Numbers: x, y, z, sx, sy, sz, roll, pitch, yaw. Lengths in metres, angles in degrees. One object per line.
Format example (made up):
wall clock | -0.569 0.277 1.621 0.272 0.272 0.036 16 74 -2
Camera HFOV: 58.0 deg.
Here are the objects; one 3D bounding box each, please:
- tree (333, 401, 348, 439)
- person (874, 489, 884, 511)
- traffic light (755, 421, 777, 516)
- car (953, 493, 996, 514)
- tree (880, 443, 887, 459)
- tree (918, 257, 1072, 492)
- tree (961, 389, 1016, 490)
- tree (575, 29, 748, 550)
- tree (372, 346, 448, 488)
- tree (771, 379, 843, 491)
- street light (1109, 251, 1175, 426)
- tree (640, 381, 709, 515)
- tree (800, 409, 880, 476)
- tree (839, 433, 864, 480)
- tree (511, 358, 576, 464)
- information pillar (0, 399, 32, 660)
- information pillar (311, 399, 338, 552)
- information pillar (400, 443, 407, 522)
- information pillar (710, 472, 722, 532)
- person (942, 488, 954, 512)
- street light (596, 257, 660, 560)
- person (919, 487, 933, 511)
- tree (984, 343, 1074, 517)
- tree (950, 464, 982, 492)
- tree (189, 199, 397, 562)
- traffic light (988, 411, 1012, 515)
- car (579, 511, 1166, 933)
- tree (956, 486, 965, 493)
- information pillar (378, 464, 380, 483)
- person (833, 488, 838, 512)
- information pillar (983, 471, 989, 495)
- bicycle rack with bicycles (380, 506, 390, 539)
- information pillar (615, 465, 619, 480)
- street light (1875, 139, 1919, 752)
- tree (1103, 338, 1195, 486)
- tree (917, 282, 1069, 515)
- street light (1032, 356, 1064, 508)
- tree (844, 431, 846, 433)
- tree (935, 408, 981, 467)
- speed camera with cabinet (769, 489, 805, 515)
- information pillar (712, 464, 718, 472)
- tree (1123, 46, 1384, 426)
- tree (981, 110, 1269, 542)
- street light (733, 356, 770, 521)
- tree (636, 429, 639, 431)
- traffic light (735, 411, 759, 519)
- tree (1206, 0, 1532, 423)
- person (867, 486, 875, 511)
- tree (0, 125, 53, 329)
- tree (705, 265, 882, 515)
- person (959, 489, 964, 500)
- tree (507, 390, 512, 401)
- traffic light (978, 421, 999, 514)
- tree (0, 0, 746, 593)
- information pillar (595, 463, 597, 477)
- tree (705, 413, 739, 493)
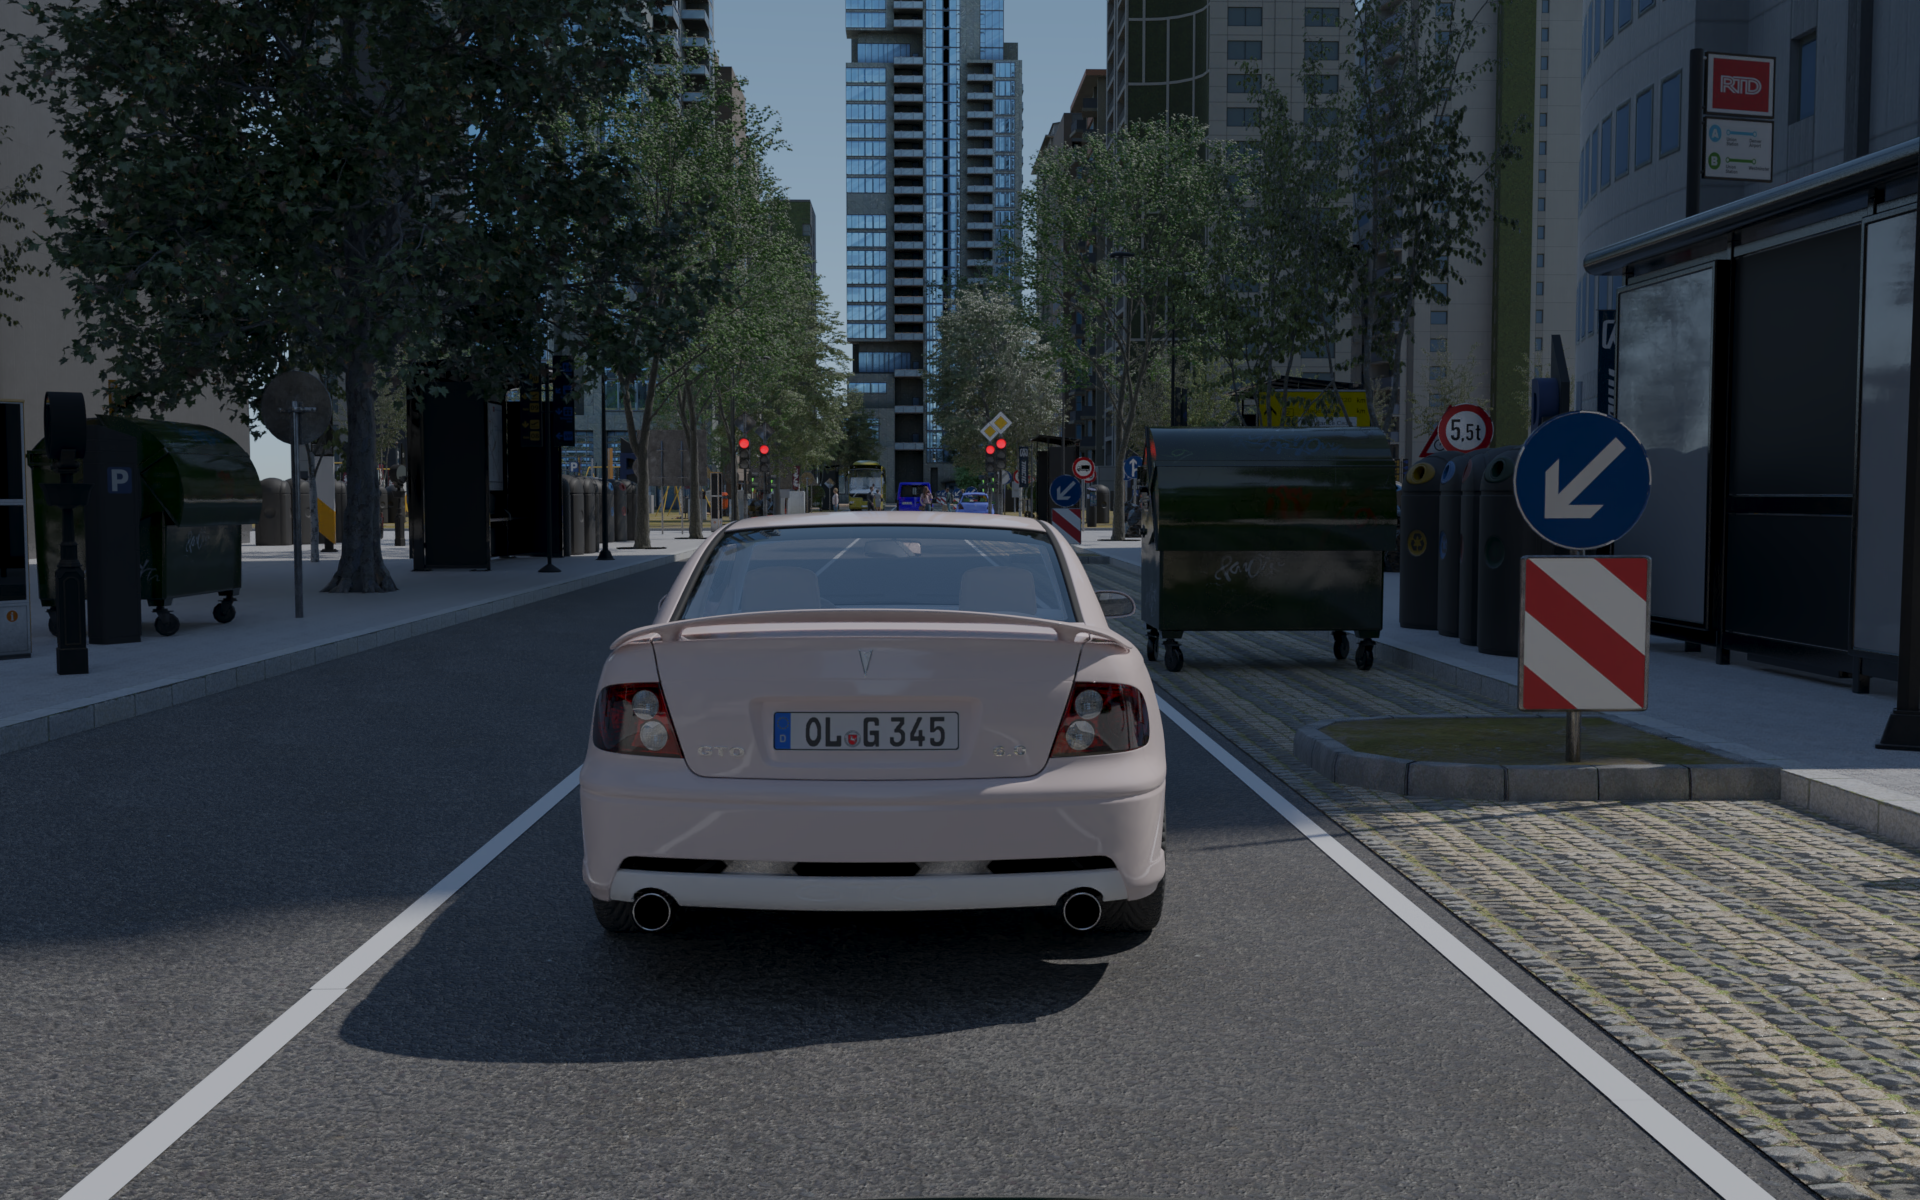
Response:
tree | -30.212 -8.547 90.113 4.360 8.622 3.978 0 3 0
person | -5.752 -7.011 123.495 0.716 1.782 0.532 0 4 1
traffic light | -7.470 -4.747 66.530 0.839 4.253 0.868 0 4 -2
car | 0.656 -4.210 78.423 1.945 1.707 3.694 0 4 -1
tree | -12.832 -16.557 205.115 8.767 10.594 7.601 0 4 -1
tree | 2.816 -17.173 136.671 12.611 20.169 13.585 0 3 0
tree | 2.675 -10.057 114.801 4.737 8.622 4.395 0 3 0
tree | -7.455 -6.979 39.870 9.928 11.665 9.643 0 3 0
tree | -21.284 -7.267 69.172 4.360 8.622 3.978 0 3 0
tree | -10.137 -9.831 111.094 4.737 8.622 4.395 0 3 0
street light | 3.557 -3.719 33.343 1.470 5.913 1.316 0 4 -2
tree | -17.558 -9.650 108.136 4.360 8.622 3.978 0 3 0
tree | -12.509 -14.544 172.208 7.601 10.594 8.767 0 4 4
tree | -12.062 -15.166 198.318 4.360 8.622 3.978 0 3 0
tree | -21.656 -8.446 88.448 4.737 8.622 4.395 0 3 0
information pillar | -7.466 -0.548 13.450 0.304 2.012 0.304 2 4 31
information pillar | -14.023 -2.863 38.161 0.504 3.616 0.183 -1 4 -9
information pillar | -25.500 -5.382 79.356 0.183 3.616 0.504 0 4 -2
information pillar | -8.175 -3.280 58.120 0.304 2.012 0.304 1 4 16
person | -0.777 -6.173 109.410 0.713 1.824 0.794 1 4 23
street light | -6.358 -3.730 33.525 1.470 5.913 1.316 0 4 -2
person | -1.532 -3.967 73.947 0.593 1.750 0.643 -2 4 -33
tree | 3.178 -8.230 84.929 4.360 8.622 3.978 0 3 0
tree | 0.787 -10.520 155.721 4.285 4.588 4.351 0 3 0
tree | -12.246 -5.006 32.213 4.737 8.622 4.395 0 3 0
traffic light | 1.363 -4.274 58.807 0.839 4.253 0.868 0 4 -2
car | -0.271 0.325 7.043 2.083 1.381 4.827 0 4 0
tree | 0.532 -11.993 190.691 1.663 3.219 1.824 0 3 0
information pillar | -45.252 -8.785 134.982 0.183 3.616 0.504 -2 4 -23
person | -6.366 -4.948 90.066 0.598 1.740 0.731 -2 4 -24
information pillar | 1.974 -8.390 128.527 0.504 3.616 0.183 -1 4 -21
bicycle rack with bicycles | -17.706 -2.251 50.185 2.852 0.926 2.925 -1 4 -10
information pillar | -27.159 -8.915 137.114 0.183 3.616 0.504 -2 4 -33
street light | 4.252 -2.204 8.579 1.470 5.913 1.316 0 4 -2
tree | 8.863 -7.973 80.726 4.360 8.622 3.978 0 3 0
tree | 2.206 -12.046 103.604 9.857 13.997 8.962 0 3 0
street light | 2.915 -5.231 58.072 1.470 5.913 1.316 0 4 -2
tree | -10.549 -11.010 130.372 4.737 8.622 4.395 0 3 0
tree | 1.170 -14.949 178.822 8.767 10.594 7.601 2 4 35
speed camera with cabinet | -10.026 -6.482 100.314 2.038 3.252 0.660 0 4 2
information pillar | -18.831 -8.672 133.139 0.504 3.616 0.183 3 4 38
tree | 5.112 -4.807 28.950 4.737 8.622 4.395 0 3 0
tree | 4.500 -7.413 46.961 9.928 11.665 9.643 0 3 0
street light | -7.085 -5.254 58.441 1.470 5.913 1.316 0 4 -2
tree | -22.252 -10.974 129.790 4.360 8.622 3.978 0 3 0
traffic light | -7.244 -4.259 58.548 0.839 4.253 0.868 0 4 -2
tree | 5.151 -4.349 21.463 4.360 8.622 3.978 0 3 0
person | -4.752 -5.223 93.672 0.755 1.850 0.659 2 4 30
tree | -15.202 -4.534 24.493 4.360 8.622 3.978 0 3 0
tree | -8.633 -10.087 83.041 7.486 12.596 7.792 0 3 0
person | 0.212 -6.601 116.849 0.576 1.772 0.534 0 4 -5
tree | -26.738 -8.976 97.117 4.360 8.622 3.978 0 3 0
traffic light | 1.137 -4.763 66.788 0.839 4.253 0.868 0 4 -2
tree | -7.891 -6.460 22.634 9.611 12.733 9.660 0 3 0
information pillar | -27.115 -8.421 129.039 0.183 3.616 0.504 0 4 -1
tree | -18.837 -11.440 137.403 4.737 8.622 4.395 0 3 0
